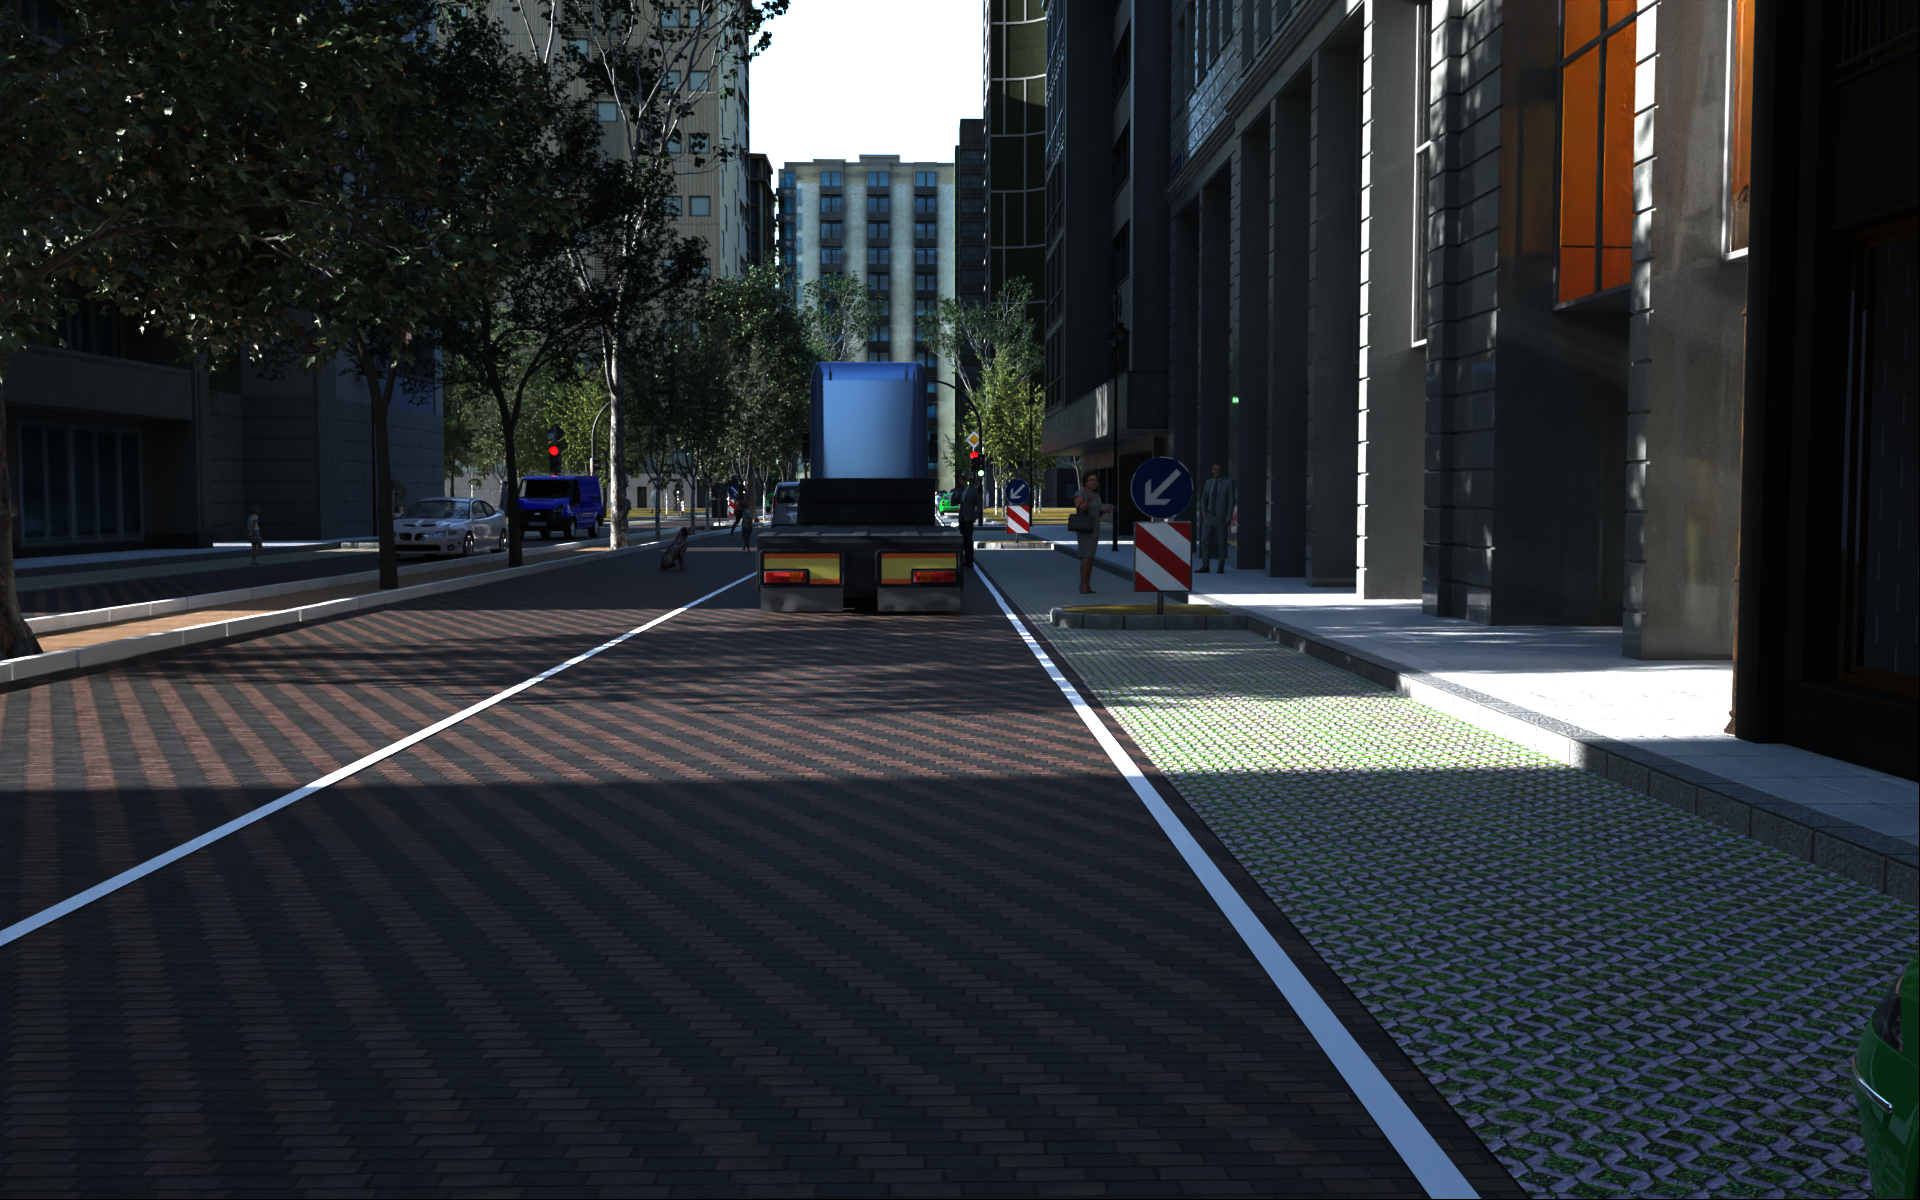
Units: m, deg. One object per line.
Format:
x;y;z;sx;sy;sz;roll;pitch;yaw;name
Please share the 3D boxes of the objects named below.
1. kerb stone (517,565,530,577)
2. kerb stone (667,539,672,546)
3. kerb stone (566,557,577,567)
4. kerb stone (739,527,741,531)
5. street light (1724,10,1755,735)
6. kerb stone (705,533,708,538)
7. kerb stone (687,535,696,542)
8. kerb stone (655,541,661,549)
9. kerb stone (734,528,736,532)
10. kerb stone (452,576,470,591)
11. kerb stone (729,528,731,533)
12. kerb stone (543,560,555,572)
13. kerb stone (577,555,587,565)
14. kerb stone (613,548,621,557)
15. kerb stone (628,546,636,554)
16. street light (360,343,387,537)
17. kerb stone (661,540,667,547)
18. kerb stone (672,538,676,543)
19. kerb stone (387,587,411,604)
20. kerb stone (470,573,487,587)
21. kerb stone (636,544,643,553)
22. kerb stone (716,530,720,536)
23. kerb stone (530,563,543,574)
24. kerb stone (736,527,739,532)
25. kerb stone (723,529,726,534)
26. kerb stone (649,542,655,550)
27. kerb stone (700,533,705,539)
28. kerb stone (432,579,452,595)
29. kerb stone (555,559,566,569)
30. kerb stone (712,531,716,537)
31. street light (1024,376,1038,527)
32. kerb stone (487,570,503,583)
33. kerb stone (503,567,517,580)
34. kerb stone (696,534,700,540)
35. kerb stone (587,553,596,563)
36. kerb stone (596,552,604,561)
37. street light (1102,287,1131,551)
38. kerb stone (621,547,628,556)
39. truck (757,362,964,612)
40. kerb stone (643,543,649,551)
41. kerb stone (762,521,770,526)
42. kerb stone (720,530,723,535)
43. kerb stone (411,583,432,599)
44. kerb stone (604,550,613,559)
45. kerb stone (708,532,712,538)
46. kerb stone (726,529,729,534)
-7.701;-0.487;30.159;0.120;0.150;1.000;0;4;-1;kerb stone
-8.116;-1.552;47.572;0.120;0.150;1.000;0;4;-1;kerb stone
-7.795;-0.732;34.263;0.120;0.150;1.000;0;4;-1;kerb stone
-8.546;-2.681;66.035;0.120;0.150;1.000;0;4;-1;kerb stone
4.191;-2.221;9.104;0.468;5.910;1.993;0;4;-1;street light
-8.304;-2.055;55.786;0.120;0.150;1.000;0;4;-1;kerb stone
-8.224;-1.866;52.708;0.120;0.150;1.000;0;4;-1;kerb stone
-8.061;-1.427;45.525;0.120;0.150;1.000;0;4;-1;kerb stone
-8.490;-2.550;63.984;0.120;0.150;1.000;0;4;-1;kerb stone
-7.595;-0.235;26.051;0.120;0.150;1.000;0;4;-1;kerb stone
-8.470;-2.493;62.962;0.120;0.150;1.000;0;4;-1;kerb stone
-7.752;-0.612;32.205;0.120;0.150;1.000;0;4;-1;kerb stone
-7.817;-0.800;35.294;0.120;0.150;1.000;0;4;-1;kerb stone
-7.920;-1.051;39.385;0.120;0.150;1.000;0;4;-1;kerb stone
-7.966;-1.177;41.432;0.120;0.150;1.000;0;4;-1;kerb stone
-17.676;-4.855;52.164;0.468;5.910;1.993;0;4;-1;street light
-8.086;-1.490;46.550;0.120;0.150;1.000;0;4;-1;kerb stone
-8.131;-1.615;48.604;0.120;0.150;1.000;0;4;-1;kerb stone
-7.527;-0.047;22.984;0.120;0.150;1.000;0;4;-1;kerb stone
-7.622;-0.299;27.081;0.120;0.150;1.000;0;4;-1;kerb stone
-7.986;-1.239;42.454;0.120;0.150;1.000;0;4;-1;kerb stone
-8.376;-2.242;58.860;0.120;0.150;1.000;0;4;-1;kerb stone
-7.720;-0.543;31.182;0.120;0.150;1.000;0;4;-1;kerb stone
-8.517;-2.618;65.007;0.120;0.150;1.000;0;4;-1;kerb stone
-8.432;-2.367;60.905;0.120;0.150;1.000;0;4;-1;kerb stone
-8.038;-1.364;44.504;0.120;0.150;1.000;0;4;-1;kerb stone
-8.278;-1.992;54.758;0.120;0.150;1.000;0;4;-1;kerb stone
-7.579;-0.173;25.029;0.120;0.150;1.000;0;4;-1;kerb stone
-7.775;-0.673;33.234;0.120;0.150;1.000;0;4;-1;kerb stone
-8.349;-2.178;57.838;0.120;0.150;1.000;0;4;-1;kerb stone
2.786;-5.825;68.023;0.468;5.910;1.993;0;4;-1;street light
-7.648;-0.360;28.110;0.120;0.150;1.000;0;4;-1;kerb stone
-7.677;-0.424;29.137;0.120;0.150;1.000;0;4;-1;kerb stone
-8.258;-1.929;53.736;0.120;0.150;1.000;0;4;-1;kerb stone
-7.849;-0.862;36.315;0.120;0.150;1.000;0;4;-1;kerb stone
-7.872;-0.926;37.338;0.120;0.150;1.000;0;4;-1;kerb stone
3.488;-4.035;38.766;0.468;5.910;1.993;0;4;-1;street light
-7.944;-1.114;40.411;0.120;0.150;1.000;0;4;-1;kerb stone
-1.590;-2.433;29.544;2.967;4.110;18.799;0;4;-3;truck
-8.017;-1.301;43.482;0.120;0.150;1.000;0;4;-1;kerb stone
-8.849;-3.461;78.846;0.120;0.150;1.000;0;4;-1;kerb stone
-8.399;-2.305;59.881;0.120;0.150;1.000;0;4;-1;kerb stone
-7.553;-0.109;24.008;0.120;0.150;1.000;0;4;-1;kerb stone
-7.893;-0.989;38.359;0.120;0.150;1.000;0;4;-1;kerb stone
-8.329;-2.114;56.811;0.120;0.150;1.000;0;4;-1;kerb stone
-8.451;-2.430;61.928;0.120;0.150;1.000;0;4;-1;kerb stone
